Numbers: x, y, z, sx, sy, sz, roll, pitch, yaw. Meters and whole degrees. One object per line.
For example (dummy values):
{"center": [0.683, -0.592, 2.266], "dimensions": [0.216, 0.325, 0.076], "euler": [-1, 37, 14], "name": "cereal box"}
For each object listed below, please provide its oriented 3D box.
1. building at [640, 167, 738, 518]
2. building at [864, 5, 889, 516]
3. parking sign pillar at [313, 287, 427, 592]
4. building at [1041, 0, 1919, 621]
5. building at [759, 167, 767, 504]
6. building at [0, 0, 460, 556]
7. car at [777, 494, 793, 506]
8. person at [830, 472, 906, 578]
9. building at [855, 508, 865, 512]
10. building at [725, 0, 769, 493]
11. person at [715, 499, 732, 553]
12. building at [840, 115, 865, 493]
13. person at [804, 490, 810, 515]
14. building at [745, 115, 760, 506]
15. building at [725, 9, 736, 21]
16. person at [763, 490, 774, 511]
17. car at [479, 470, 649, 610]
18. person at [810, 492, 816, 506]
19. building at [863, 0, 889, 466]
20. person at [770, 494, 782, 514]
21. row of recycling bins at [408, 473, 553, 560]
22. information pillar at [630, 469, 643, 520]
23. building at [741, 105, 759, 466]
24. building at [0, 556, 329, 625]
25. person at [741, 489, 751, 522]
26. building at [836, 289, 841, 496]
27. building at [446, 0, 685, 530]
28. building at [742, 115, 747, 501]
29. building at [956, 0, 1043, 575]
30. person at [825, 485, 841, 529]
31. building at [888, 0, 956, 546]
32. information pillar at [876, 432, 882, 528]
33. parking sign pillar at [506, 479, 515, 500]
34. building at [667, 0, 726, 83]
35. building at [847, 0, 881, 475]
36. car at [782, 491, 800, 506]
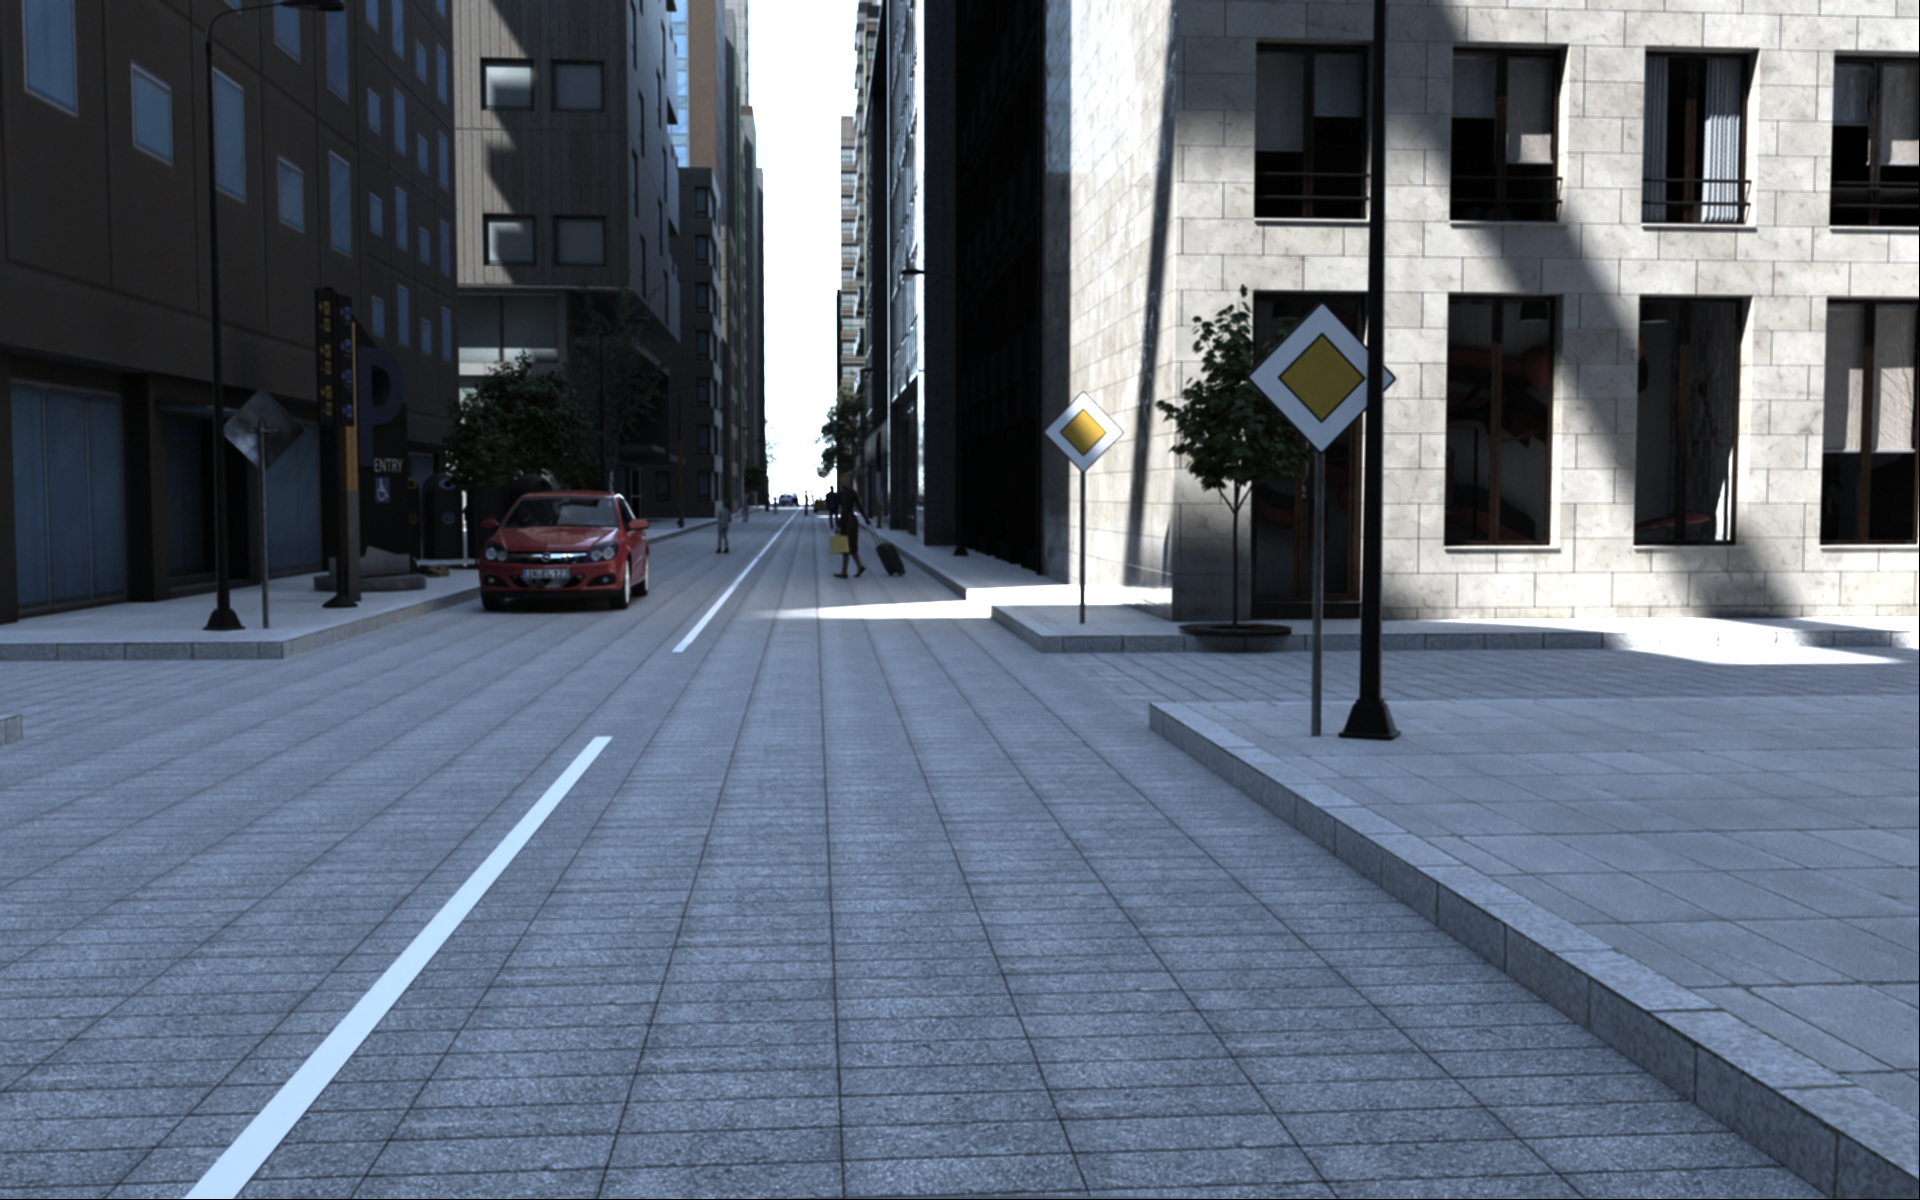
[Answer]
{"center": [-28.115, -15.914, 105.230], "dimensions": [27.650, 21.520, 28.899], "euler": [0, 4, -5], "name": "building"}
{"center": [1.046, -20.518, 107.172], "dimensions": [14.160, 30.474, 14.107], "euler": [0, 4, -5], "name": "building"}
{"center": [-7.948, -2.127, 23.249], "dimensions": [1.447, 3.967, 1.447], "euler": [1, 4, 14], "name": "parking sign pillar"}
{"center": [10.071, -10.270, 22.663], "dimensions": [16.860, 20.320, 10.420], "euler": [0, 4, -5], "name": "building"}
{"center": [-30.848, -32.193, 209.948], "dimensions": [14.154, 41.232, 14.086], "euler": [0, 4, -5], "name": "building"}
{"center": [-21.506, -24.087, 43.941], "dimensions": [14.600, 45.320, 14.200], "euler": [0, 4, -5], "name": "building"}
{"center": [-20.675, -11.944, 204.878], "dimensions": [1.945, 1.707, 3.694], "euler": [0, 4, -5], "name": "car"}
{"center": [-1.614, -1.295, 29.892], "dimensions": [1.509, 1.804, 0.699], "euler": [-2, 4, -32], "name": "person"}
{"center": [8.560, -26.588, 126.597], "dimensions": [32.217, 40.220, 23.993], "euler": [0, 4, -5], "name": "building"}
{"center": [-35.516, -48.181, 226.015], "dimensions": [20.563, 71.187, 20.611], "euler": [0, 4, -5], "name": "building"}
{"center": [-5.754, -1.787, 41.996], "dimensions": [0.394, 1.301, 0.425], "euler": [2, 4, 35], "name": "person"}
{"center": [-6.169, -31.012, 190.647], "dimensions": [14.154, 41.232, 14.086], "euler": [0, 4, -5], "name": "building"}
{"center": [-10.242, -6.554, 116.360], "dimensions": [0.721, 1.736, 1.217], "euler": [0, 4, 7], "name": "person"}
{"center": [-28.690, -30.433, 181.169], "dimensions": [14.154, 41.232, 14.086], "euler": [0, 4, -5], "name": "building"}
{"center": [-25.434, -27.986, 141.158], "dimensions": [14.154, 41.232, 14.086], "euler": [0, 4, -5], "name": "building"}
{"center": [-16.157, -8.369, 145.420], "dimensions": [1.350, 1.814, 0.705], "euler": [3, 5, 42], "name": "person"}
{"center": [-5.150, -0.844, 22.846], "dimensions": [2.155, 1.783, 4.494], "euler": [0, 4, -5], "name": "car"}
{"center": [-17.126, -11.775, 201.837], "dimensions": [0.721, 1.723, 1.217], "euler": [-3, 4, -37], "name": "person"}
{"center": [3.250, -15.816, 77.657], "dimensions": [14.314, 24.678, 30.058], "euler": [0, 4, -5], "name": "building"}
{"center": [-13.137, -6.834, 123.458], "dimensions": [0.991, 1.433, 0.599], "euler": [-2, 4, -34], "name": "person"}
{"center": [-9.876, -1.674, 34.476], "dimensions": [3.534, 1.692, 1.069], "euler": [-2, 4, -34], "name": "row of recycling bins"}
{"center": [-9.380, -2.800, 50.270], "dimensions": [0.304, 2.012, 0.304], "euler": [0, 4, 2], "name": "information pillar"}
{"center": [-29.900, -33.344, 195.281], "dimensions": [14.600, 45.320, 14.200], "euler": [0, 4, -5], "name": "building"}
{"center": [-16.448, -22.690, 21.089], "dimensions": [14.600, 45.320, 14.200], "euler": [0, 4, -5], "name": "building"}
{"center": [-11.018, -4.868, 89.102], "dimensions": [0.522, 1.701, 0.512], "euler": [-1, 4, -10], "name": "person"}
{"center": [-10.427, -28.878, 243.850], "dimensions": [14.160, 30.474, 14.107], "euler": [0, 4, -5], "name": "building"}
{"center": [-26.188, -29.540, 72.214], "dimensions": [28.713, 52.752, 27.495], "euler": [0, 4, -5], "name": "building"}
{"center": [-26.841, -28.841, 155.149], "dimensions": [14.154, 41.232, 14.086], "euler": [0, 4, -5], "name": "building"}
{"center": [6.689, -12.560, 35.036], "dimensions": [12.332, 23.373, 15.834], "euler": [0, 4, -5], "name": "building"}
{"center": [-5.261, -3.867, 71.911], "dimensions": [0.721, 1.800, 0.419], "euler": [1, 4, 18], "name": "person"}
{"center": [4.248, -14.353, 52.700], "dimensions": [12.078, 24.808, 19.932], "euler": [0, 4, -5], "name": "building"}
{"center": [-3.086, -4.539, 65.563], "dimensions": [0.183, 3.616, 0.504], "euler": [-1, 4, -13], "name": "information pillar"}
{"center": [-15.498, -4.227, 57.584], "dimensions": [1.447, 3.967, 1.447], "euler": [0, 4, 6], "name": "parking sign pillar"}
{"center": [-24.325, -29.132, 126.413], "dimensions": [14.600, 45.320, 14.200], "euler": [0, 4, -5], "name": "building"}
{"center": [1.968, -32.626, 153.039], "dimensions": [23.786, 49.044, 30.456], "euler": [0, 4, -5], "name": "building"}
{"center": [-20.541, -12.296, 209.709], "dimensions": [2.281, 1.827, 5.304], "euler": [0, 4, -4], "name": "car"}
